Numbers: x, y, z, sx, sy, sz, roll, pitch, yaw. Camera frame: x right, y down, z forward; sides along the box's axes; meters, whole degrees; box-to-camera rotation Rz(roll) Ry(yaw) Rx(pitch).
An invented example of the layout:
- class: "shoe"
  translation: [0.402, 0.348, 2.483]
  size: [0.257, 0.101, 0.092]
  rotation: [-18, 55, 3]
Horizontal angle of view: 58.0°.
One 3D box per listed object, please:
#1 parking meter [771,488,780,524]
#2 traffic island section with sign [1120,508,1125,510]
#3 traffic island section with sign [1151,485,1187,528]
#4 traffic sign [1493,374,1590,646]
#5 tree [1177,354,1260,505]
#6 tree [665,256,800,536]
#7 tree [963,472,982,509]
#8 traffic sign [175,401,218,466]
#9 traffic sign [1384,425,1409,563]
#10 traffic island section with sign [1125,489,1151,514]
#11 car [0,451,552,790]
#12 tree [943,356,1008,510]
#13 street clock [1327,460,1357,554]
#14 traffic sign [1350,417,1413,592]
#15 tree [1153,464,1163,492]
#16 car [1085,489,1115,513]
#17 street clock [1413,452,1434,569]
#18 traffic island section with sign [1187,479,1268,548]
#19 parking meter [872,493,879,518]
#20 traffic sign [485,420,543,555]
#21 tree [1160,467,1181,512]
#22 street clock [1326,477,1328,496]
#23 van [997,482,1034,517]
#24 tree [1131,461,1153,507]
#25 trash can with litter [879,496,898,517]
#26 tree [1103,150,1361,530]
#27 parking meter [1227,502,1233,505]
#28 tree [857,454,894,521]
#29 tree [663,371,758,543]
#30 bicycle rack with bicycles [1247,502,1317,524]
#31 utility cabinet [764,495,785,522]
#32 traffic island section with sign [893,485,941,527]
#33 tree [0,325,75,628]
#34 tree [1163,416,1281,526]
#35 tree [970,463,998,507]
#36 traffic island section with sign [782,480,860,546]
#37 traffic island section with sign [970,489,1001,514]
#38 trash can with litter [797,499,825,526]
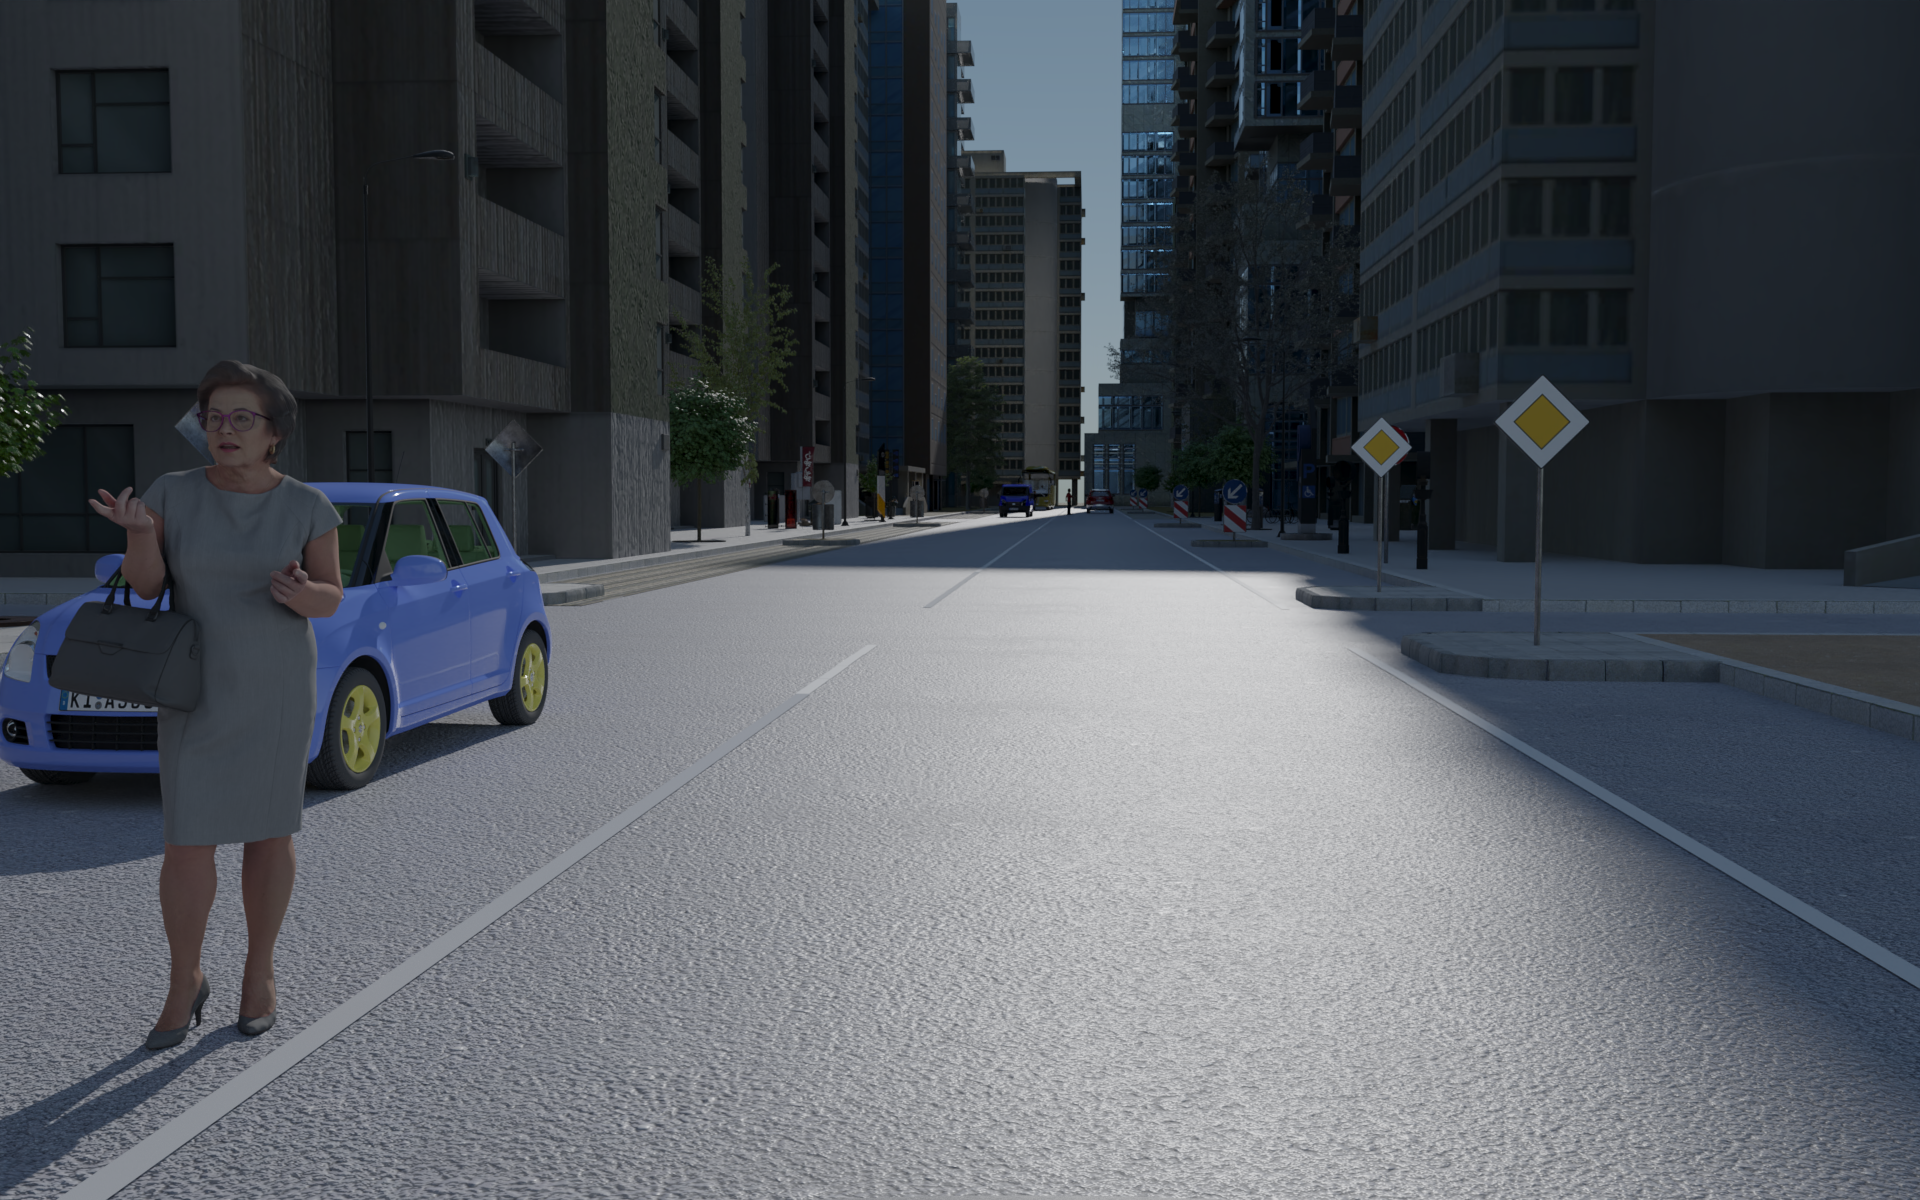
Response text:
- class: "parking meter"
  translation: [-7.937, -4.033, 74.344]
  size: [0.372, 1.533, 0.369]
  rotation: [0, 3, 0]
- class: "traffic island section with sign"
  translation: [15.138, -8.798, 152.467]
  size: [1.989, 1.847, 2.006]
  rotation: [0, 4, 4]
- class: "traffic island section with sign"
  translation: [9.365, -4.037, 74.637]
  size: [1.989, 1.847, 2.006]
  rotation: [0, 4, 4]
- class: "traffic sign"
  translation: [4.885, -0.671, 14.614]
  size: [0.795, 2.450, 0.064]
  rotation: [0, 4, 4]
- class: "tree"
  translation: [13.093, -8.315, 86.316]
  size: [4.360, 8.622, 3.978]
  rotation: [0, 3, 0]
- class: "tree"
  translation: [-6.704, -6.259, 52.704]
  size: [4.737, 8.622, 4.395]
  rotation: [0, 3, 0]
- class: "tree"
  translation: [0.931, -9.435, 148.860]
  size: [1.663, 3.219, 1.824]
  rotation: [0, 3, 0]
- class: "traffic sign"
  translation: [-6.626, -0.724, 15.485]
  size: [0.795, 2.450, 0.064]
  rotation: [0, 4, 4]
- class: "traffic sign"
  translation: [7.887, -1.950, 31.995]
  size: [0.768, 2.556, 0.104]
  rotation: [1, 4, 9]
- class: "traffic island section with sign"
  translation: [13.099, -7.127, 125.154]
  size: [1.989, 1.847, 2.006]
  rotation: [0, 4, 4]
- class: "car"
  translation: [-3.608, 0.001, 9.569]
  size: [1.945, 1.707, 3.694]
  rotation: [0, 4, 6]
- class: "tree"
  translation: [0.289, -13.736, 142.711]
  size: [7.486, 12.596, 7.792]
  rotation: [0, 3, 0]
- class: "street clock"
  translation: [8.251, -1.997, 37.215]
  size: [0.471, 2.002, 0.358]
  rotation: [3, 4, 38]
- class: "traffic sign"
  translation: [5.476, -1.158, 22.577]
  size: [0.795, 2.450, 0.064]
  rotation: [0, 4, 4]
- class: "tree"
  translation: [12.955, -6.759, 94.230]
  size: [4.285, 4.588, 4.351]
  rotation: [0, 3, 0]
- class: "car"
  translation: [10.472, -7.391, 129.515]
  size: [2.281, 1.827, 5.304]
  rotation: [0, 4, 4]
- class: "street clock"
  translation: [7.887, -1.525, 29.510]
  size: [0.358, 2.002, 0.471]
  rotation: [1, 4, 15]
- class: "traffic island section with sign"
  translation: [7.344, -2.371, 47.390]
  size: [1.989, 1.847, 2.006]
  rotation: [0, 4, 4]
- class: "parking meter"
  translation: [-4.613, -5.425, 94.415]
  size: [0.255, 1.863, 0.399]
  rotation: [1, 4, 16]
- class: "traffic sign"
  translation: [-6.035, -1.211, 23.448]
  size: [0.795, 2.450, 0.064]
  rotation: [0, 4, 4]
- class: "tree"
  translation: [15.050, -7.850, 122.949]
  size: [1.663, 3.219, 1.824]
  rotation: [0, 3, 0]
- class: "street clock"
  translation: [15.190, -4.062, 70.990]
  size: [0.358, 2.002, 0.471]
  rotation: [0, 4, -7]
- class: "van"
  translation: [3.533, -6.352, 108.246]
  size: [2.240, 2.365, 5.245]
  rotation: [0, 4, 6]
- class: "tree"
  translation: [18.588, -11.455, 171.006]
  size: [4.285, 4.588, 4.351]
  rotation: [0, 3, 0]
- class: "trash can with litter"
  translation: [-4.005, -5.154, 95.659]
  size: [1.055, 1.170, 0.624]
  rotation: [-2, 4, -26]
- class: "tree"
  translation: [10.584, -9.247, 61.557]
  size: [12.009, 13.543, 11.850]
  rotation: [0, 3, 0]
- class: "parking meter"
  translation: [10.220, -3.473, 65.200]
  size: [0.372, 1.533, 0.369]
  rotation: [0, 3, 0]
- class: "tree"
  translation: [-4.227, -5.419, 83.199]
  size: [1.663, 3.219, 1.824]
  rotation: [0, 3, 0]
- class: "tree"
  translation: [-7.074, -3.828, 46.300]
  size: [4.285, 4.588, 4.351]
  rotation: [0, 3, 0]
- class: "bicycle rack with bicycles"
  translation: [14.345, -3.806, 75.611]
  size: [2.852, 0.926, 2.925]
  rotation: [-3, 4, -38]
- class: "utility cabinet"
  translation: [-8.444, -4.158, 79.146]
  size: [1.020, 1.237, 0.306]
  rotation: [-1, 4, -14]
- class: "traffic island section with sign"
  translation: [-1.848, -4.110, 75.821]
  size: [1.989, 1.847, 2.006]
  rotation: [0, 4, 4]
- class: "tree"
  translation: [-9.698, -1.362, 16.872]
  size: [1.663, 3.219, 1.824]
  rotation: [0, 3, 0]
- class: "tree"
  translation: [11.505, -5.343, 71.078]
  size: [4.285, 4.588, 4.351]
  rotation: [0, 3, 0]
- class: "tree"
  translation: [2.281, -11.763, 176.042]
  size: [4.285, 4.588, 4.351]
  rotation: [0, 3, 0]
- class: "traffic island section with sign"
  translation: [-3.854, -2.452, 48.717]
  size: [1.989, 1.847, 2.006]
  rotation: [0, 4, 4]
- class: "traffic island section with sign"
  translation: [1.798, -7.116, 124.969]
  size: [1.989, 1.847, 2.006]
  rotation: [0, 4, 4]
- class: "trash can with litter"
  translation: [-5.936, -3.535, 69.181]
  size: [1.055, 1.170, 0.624]
  rotation: [-3, 4, -38]
